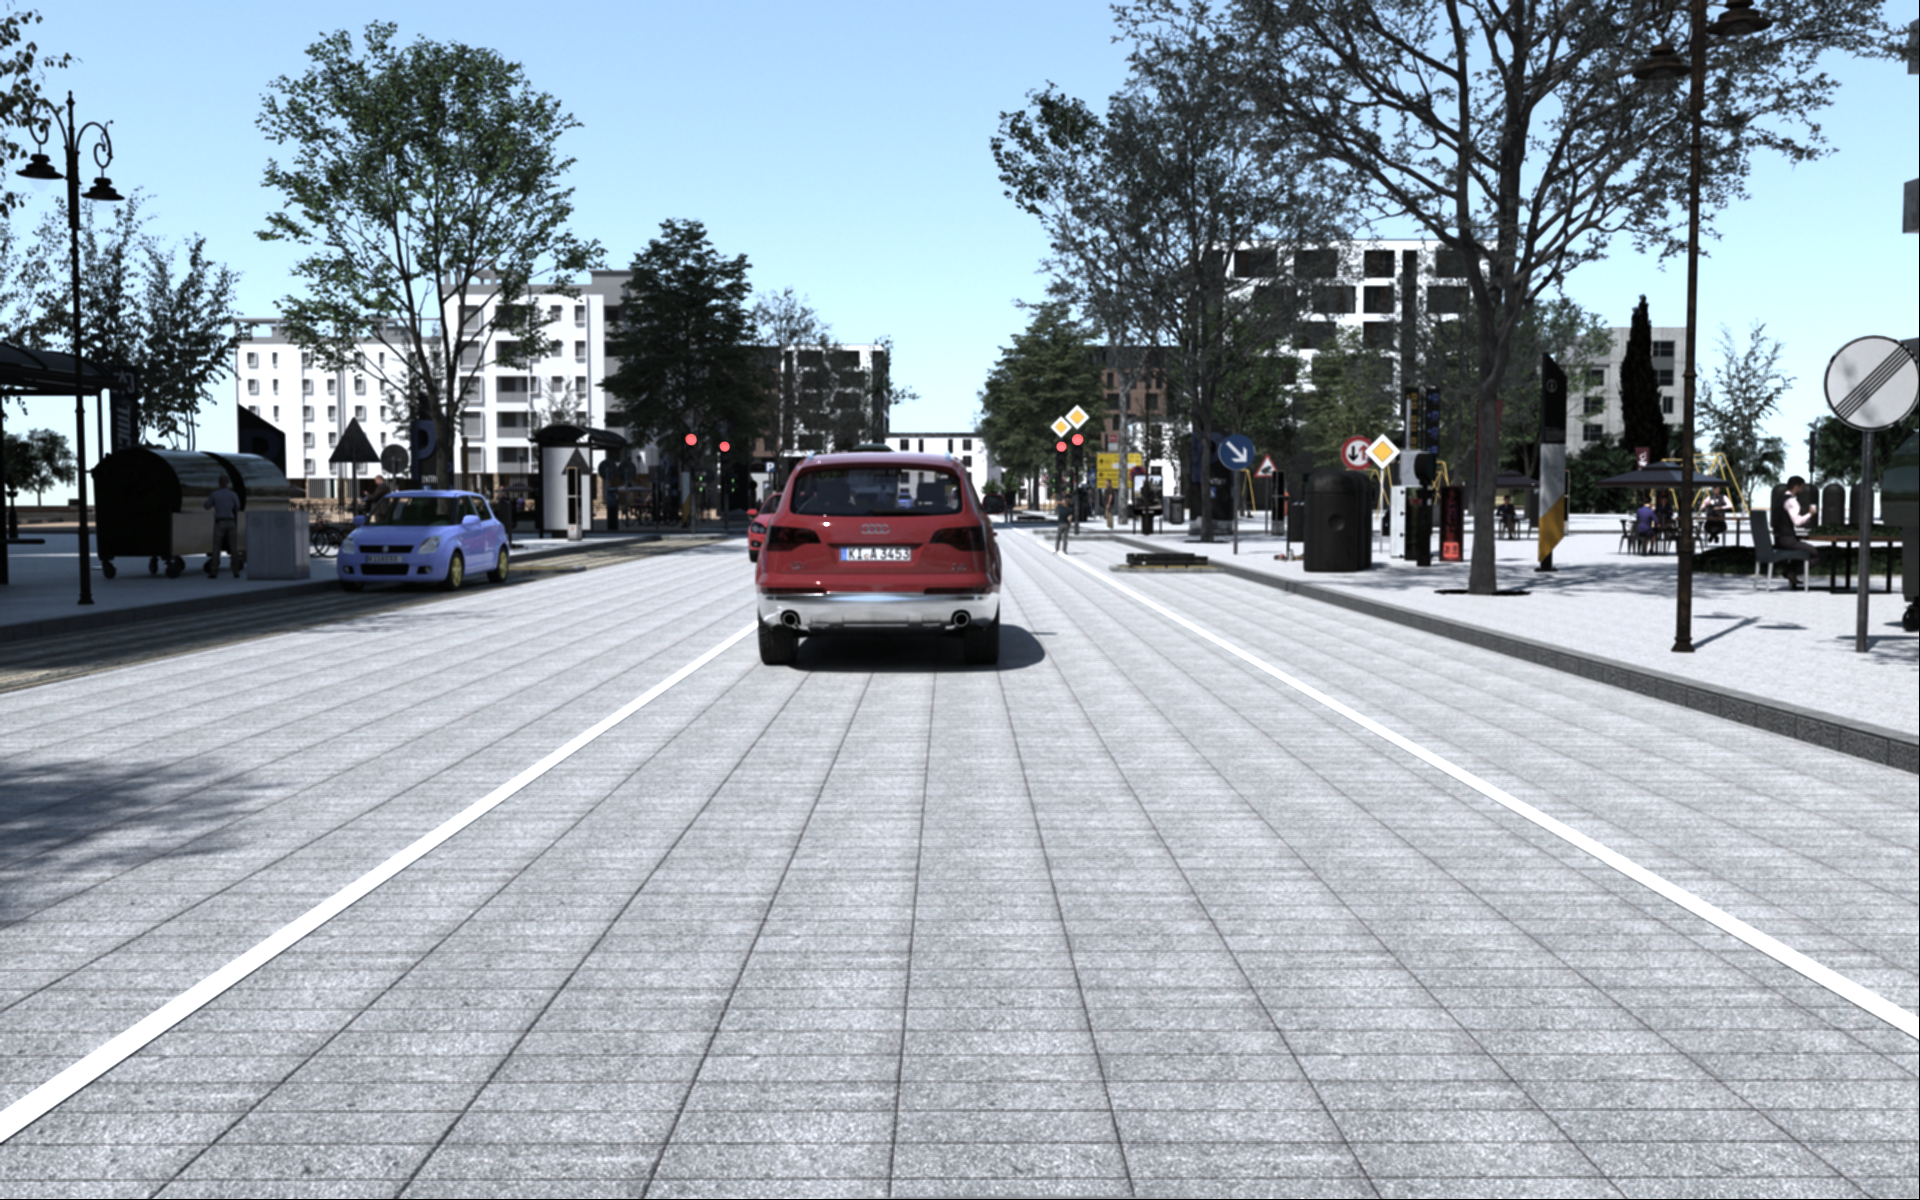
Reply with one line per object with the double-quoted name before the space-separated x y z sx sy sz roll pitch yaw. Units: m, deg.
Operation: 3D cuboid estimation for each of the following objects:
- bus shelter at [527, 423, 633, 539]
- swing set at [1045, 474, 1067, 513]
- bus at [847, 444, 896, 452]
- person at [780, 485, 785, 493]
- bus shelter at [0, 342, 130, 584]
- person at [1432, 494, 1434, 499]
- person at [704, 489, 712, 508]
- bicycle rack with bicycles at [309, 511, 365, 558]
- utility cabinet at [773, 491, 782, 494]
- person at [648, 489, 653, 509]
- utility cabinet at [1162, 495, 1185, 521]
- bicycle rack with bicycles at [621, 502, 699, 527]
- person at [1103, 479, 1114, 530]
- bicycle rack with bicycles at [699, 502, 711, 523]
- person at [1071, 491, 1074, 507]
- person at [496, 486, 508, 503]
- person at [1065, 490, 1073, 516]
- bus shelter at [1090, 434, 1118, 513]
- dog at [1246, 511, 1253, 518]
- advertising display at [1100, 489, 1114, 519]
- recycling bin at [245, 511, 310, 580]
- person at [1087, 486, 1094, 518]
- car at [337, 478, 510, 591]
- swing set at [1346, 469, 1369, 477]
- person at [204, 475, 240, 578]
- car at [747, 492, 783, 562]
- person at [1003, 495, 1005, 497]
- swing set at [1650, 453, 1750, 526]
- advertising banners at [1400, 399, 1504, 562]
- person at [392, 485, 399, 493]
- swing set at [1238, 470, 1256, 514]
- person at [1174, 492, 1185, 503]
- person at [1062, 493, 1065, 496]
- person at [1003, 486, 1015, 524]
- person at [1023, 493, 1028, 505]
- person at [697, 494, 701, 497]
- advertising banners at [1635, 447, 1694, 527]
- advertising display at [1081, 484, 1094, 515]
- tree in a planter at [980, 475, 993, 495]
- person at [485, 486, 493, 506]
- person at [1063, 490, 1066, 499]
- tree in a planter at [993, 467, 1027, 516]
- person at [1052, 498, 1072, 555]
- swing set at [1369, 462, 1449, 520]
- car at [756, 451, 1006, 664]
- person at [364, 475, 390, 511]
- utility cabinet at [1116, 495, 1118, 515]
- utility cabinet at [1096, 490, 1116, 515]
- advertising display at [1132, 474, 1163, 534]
"bus shelter" -11.353 -3.564 52.196 2.014 3.302 5.546 0 4 0
"swing set" 7.525 -7.598 121.841 2.862 2.851 3.119 0 4 -3
"bus" -4.390 -5.897 87.955 2.896 3.916 12.252 0 4 -2
"person" -7.385 -3.943 73.092 0.598 1.807 0.434 0 4 -6
"bus shelter" -12.882 -1.725 22.129 2.014 3.302 5.546 0 4 0
"person" 23.328 -4.868 86.365 0.376 1.734 0.841 -3 4 -38
"person" -23.627 -9.534 162.639 0.721 1.736 1.217 2 4 26
"bicycle rack with bicycles" -12.776 -1.361 35.629 2.925 0.926 2.852 -1 4 -20
"utility cabinet" -12.214 -6.667 117.688 0.318 1.500 1.173 3 5 40
"person" -15.046 -4.716 85.357 0.569 1.553 0.471 -3 5 -44
"utility cabinet" 10.077 -4.317 81.747 1.020 1.237 0.306 -1 4 -20
"bicycle rack with bicycles" -12.121 -3.437 69.573 2.925 0.926 2.852 0 4 -7
"person" 5.280 -3.390 61.600 0.434 1.807 0.598 1 4 13
"bicycle rack with bicycles" -12.407 -3.951 77.977 2.852 0.926 2.925 0 4 1
"person" 10.341 -9.273 157.639 1.348 1.826 0.705 3 5 43
"person" -26.979 -5.833 101.958 0.990 1.755 0.434 2 4 35
"person" 5.595 -4.882 88.413 0.613 1.512 0.480 2 4 25
"bus shelter" 9.524 -8.301 113.360 2.179 5.291 8.768 0 4 0
"dog" 15.287 -4.528 91.766 0.550 0.427 0.748 2 4 27
"advertising display" 7.595 -5.159 89.559 0.974 1.923 0.123 -3 5 -42
"recycling bin" -10.293 -0.832 26.150 0.722 1.027 0.722 0 4 -1
"person" 7.136 -5.373 94.706 0.655 1.722 0.431 3 5 42
"car" -8.182 -1.036 26.525 1.945 1.707 3.694 0 4 1
"swing set" 25.021 -6.787 108.595 3.119 2.851 2.862 -3 4 -38
"person" -11.253 -1.122 26.448 0.516 1.574 0.319 -2 4 -29
"car" -3.518 -1.762 37.855 2.155 1.783 4.494 0 4 1
"person" 5.780 -12.809 218.453 0.750 1.759 0.617 -3 5 -44
"swing set" 28.883 -4.267 67.392 2.862 2.851 3.119 0 3 0
"advertising banners" 9.262 -2.231 32.672 2.074 3.025 0.090 3 5 45
"person" -27.626 -4.777 85.081 0.756 1.711 0.436 3 5 44
"swing set" 17.238 -6.945 111.172 3.119 2.851 2.862 -1 4 -12
"person" 13.992 -6.204 110.670 0.799 1.438 0.628 1 4 16
"person" 10.222 -10.210 173.688 0.721 1.736 1.217 -3 4 -39
"person" 2.354 -4.599 83.825 0.598 1.807 0.434 3 4 38
"person" 7.871 -11.907 203.915 0.799 1.438 0.628 -2 4 -32
"person" -21.445 -8.159 139.579 1.348 1.807 0.705 -1 4 -10
"advertising banners" 25.956 -4.140 63.872 2.074 3.025 0.090 1 4 20
"advertising display" 7.948 -6.234 107.140 0.974 1.923 0.123 1 4 16
"tree in a planter" 3.167 -10.227 164.436 1.991 3.239 1.994 0 4 0
"person" -25.586 -5.335 93.991 0.376 1.734 0.841 0 4 2
"person" 11.889 -11.434 193.541 0.434 1.755 0.990 3 5 43
"tree in a planter" 3.407 -7.193 114.827 1.991 3.239 1.994 0 4 0
"person" 2.424 -1.756 41.113 0.435 1.345 0.340 0 4 -7
"swing set" 21.797 -5.248 83.420 3.119 2.851 2.862 0 4 -6
"car" -0.692 -0.455 16.116 2.281 1.827 5.304 0 4 -1
"person" -13.934 -2.125 41.471 0.600 1.739 0.565 -2 4 -29
"utility cabinet" 9.682 -5.843 106.697 1.020 1.237 0.306 -1 4 -14
"utility cabinet" 8.750 -5.813 103.720 1.173 1.500 0.318 -1 4 -13
"advertising display" 5.980 -3.058 55.217 0.974 1.923 0.123 0 4 -4
